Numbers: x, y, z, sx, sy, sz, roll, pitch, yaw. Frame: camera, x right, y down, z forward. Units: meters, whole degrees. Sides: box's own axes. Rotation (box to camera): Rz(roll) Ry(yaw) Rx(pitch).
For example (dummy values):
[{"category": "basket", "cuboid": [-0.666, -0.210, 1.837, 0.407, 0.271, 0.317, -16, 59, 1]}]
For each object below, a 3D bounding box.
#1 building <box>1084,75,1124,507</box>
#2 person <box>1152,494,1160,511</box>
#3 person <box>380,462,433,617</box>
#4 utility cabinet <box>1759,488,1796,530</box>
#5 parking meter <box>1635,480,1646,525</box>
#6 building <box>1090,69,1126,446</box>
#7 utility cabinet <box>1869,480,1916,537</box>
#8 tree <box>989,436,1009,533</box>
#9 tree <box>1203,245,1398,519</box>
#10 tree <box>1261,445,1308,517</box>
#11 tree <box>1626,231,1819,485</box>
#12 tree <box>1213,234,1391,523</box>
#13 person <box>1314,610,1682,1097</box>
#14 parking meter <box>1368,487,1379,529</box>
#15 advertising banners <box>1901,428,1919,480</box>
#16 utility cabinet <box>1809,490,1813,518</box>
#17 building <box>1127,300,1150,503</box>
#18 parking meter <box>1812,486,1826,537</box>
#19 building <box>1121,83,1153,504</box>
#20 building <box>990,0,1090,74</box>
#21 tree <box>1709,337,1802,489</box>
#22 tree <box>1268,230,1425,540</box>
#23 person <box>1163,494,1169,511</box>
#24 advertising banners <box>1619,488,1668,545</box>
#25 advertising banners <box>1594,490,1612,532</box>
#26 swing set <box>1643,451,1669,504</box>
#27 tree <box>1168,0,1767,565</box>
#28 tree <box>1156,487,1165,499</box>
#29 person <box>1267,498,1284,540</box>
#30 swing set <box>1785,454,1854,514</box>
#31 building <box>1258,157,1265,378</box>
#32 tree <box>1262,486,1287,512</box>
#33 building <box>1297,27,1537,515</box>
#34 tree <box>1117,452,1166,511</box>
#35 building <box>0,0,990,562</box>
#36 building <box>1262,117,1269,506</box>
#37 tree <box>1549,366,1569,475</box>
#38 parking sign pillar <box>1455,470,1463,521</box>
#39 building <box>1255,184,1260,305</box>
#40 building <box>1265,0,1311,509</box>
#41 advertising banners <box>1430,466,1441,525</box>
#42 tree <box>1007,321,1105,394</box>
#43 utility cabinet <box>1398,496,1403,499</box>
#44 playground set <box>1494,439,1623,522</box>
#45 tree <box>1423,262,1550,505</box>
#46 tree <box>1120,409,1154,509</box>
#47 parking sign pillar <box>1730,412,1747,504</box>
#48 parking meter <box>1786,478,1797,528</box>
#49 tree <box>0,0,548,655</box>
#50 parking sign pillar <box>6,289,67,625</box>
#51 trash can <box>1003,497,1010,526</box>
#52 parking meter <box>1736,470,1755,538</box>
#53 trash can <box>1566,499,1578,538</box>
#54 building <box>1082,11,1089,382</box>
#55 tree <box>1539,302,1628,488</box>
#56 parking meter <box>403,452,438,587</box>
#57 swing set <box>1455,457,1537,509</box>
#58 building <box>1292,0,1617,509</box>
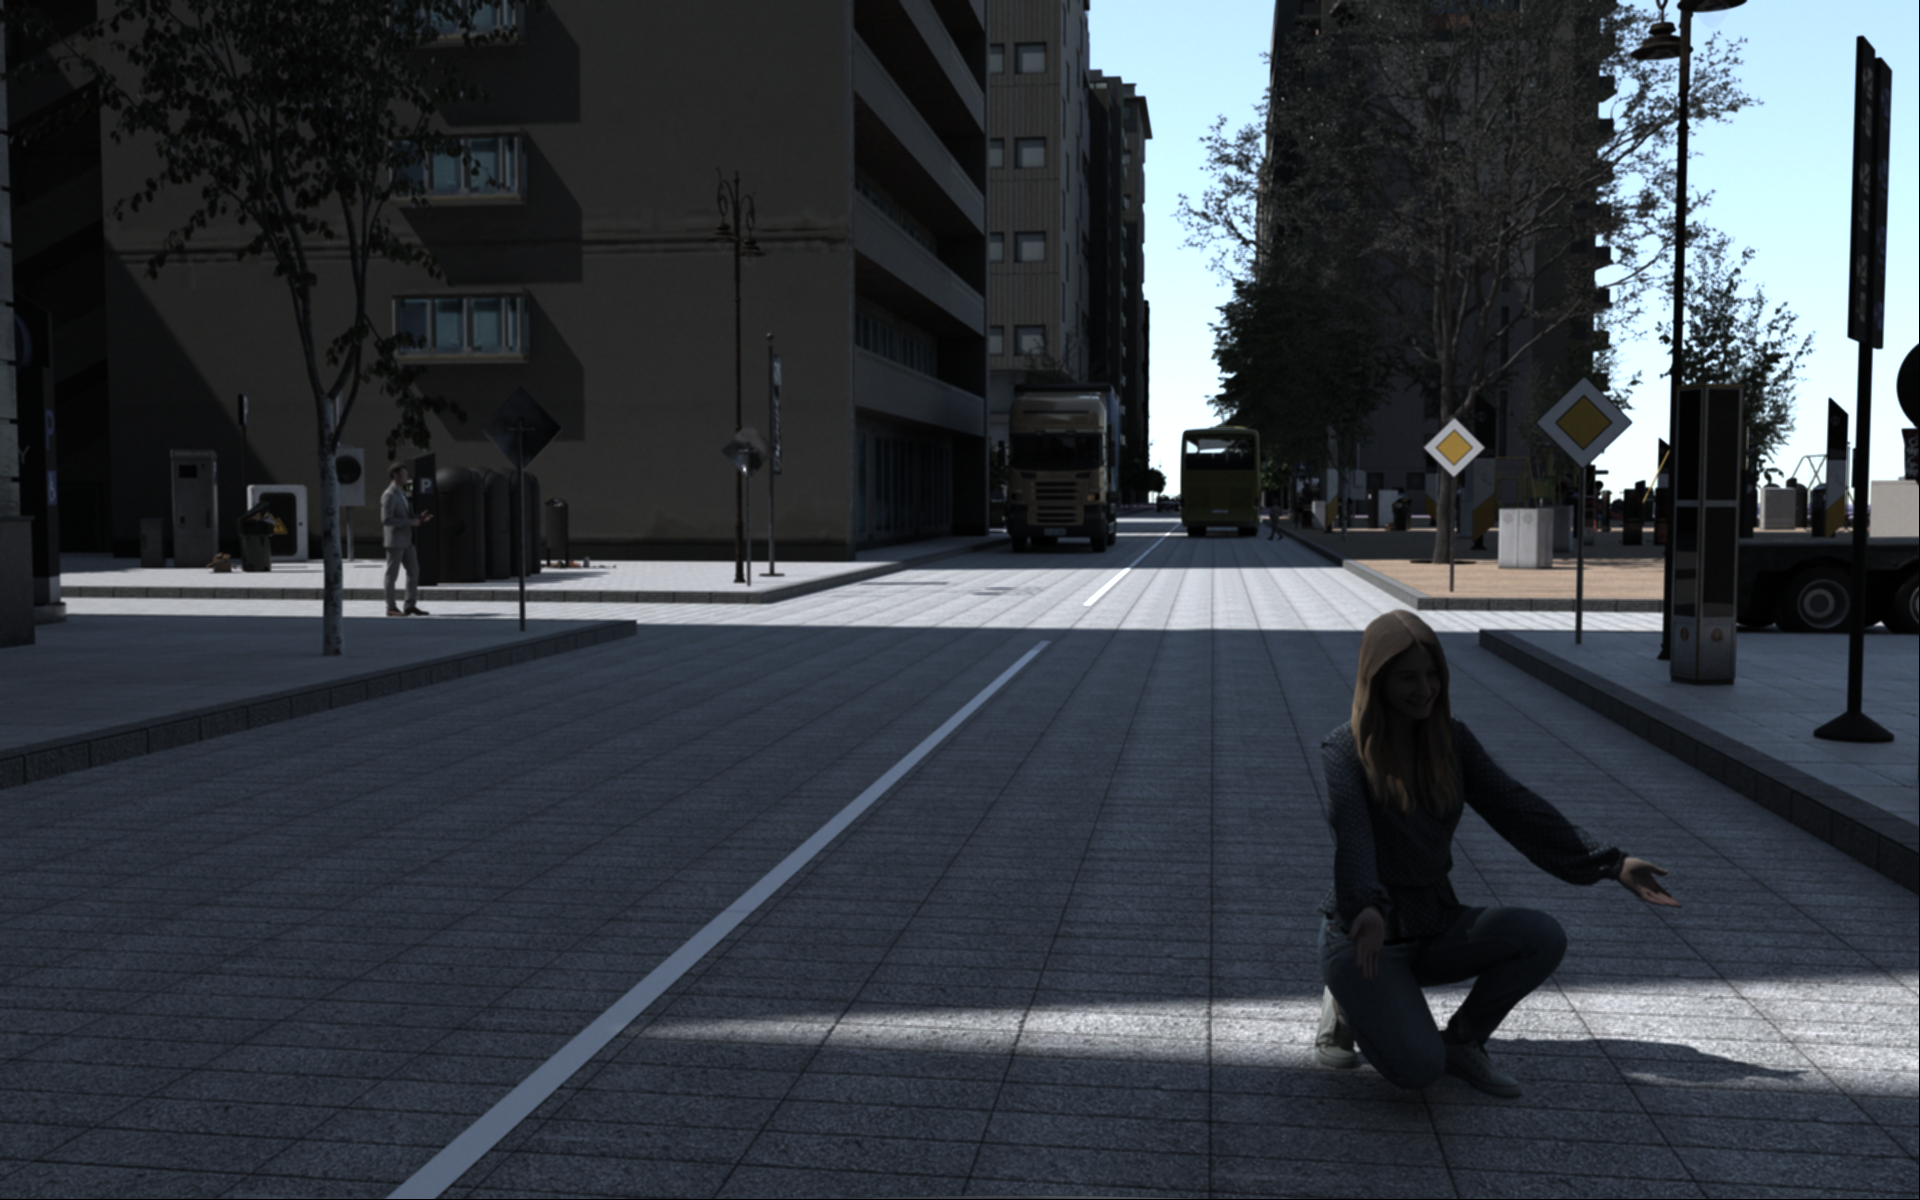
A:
[{"category": "building", "cuboid": [8.148, -29.482, 165.627, 14.154, 41.232, 14.086, 1, 4, 8]}, {"category": "person", "cuboid": [16.703, -8.229, 146.265, 0.991, 1.433, 0.599, -1, 4, -15]}, {"category": "person", "cuboid": [-6.489, -0.709, 20.292, 0.583, 1.804, 0.606, 0, 4, -2]}, {"category": "utility cabinet", "cuboid": [28.919, -3.214, 61.230, 1.173, 1.500, 0.318, 0, 4, -8]}, {"category": "parking meter", "cuboid": [28.414, -4.080, 72.415, 0.399, 1.863, 0.255, 3, 5, 41]}, {"category": "building", "cuboid": [7.525, -35.472, 199.574, 23.786, 49.044, 30.456, 1, 4, 8]}, {"category": "utility cabinet", "cuboid": [15.085, -1.148, 27.445, 0.318, 1.500, 1.173, -2, 4, -35]}, {"category": "tree", "cuboid": [1.047, -3.864, 57.781, 1.663, 3.219, 1.824, 0, 3, 0]}, {"category": "tree", "cuboid": [17.405, -11.179, 89.435, 9.857, 13.997, 8.962, 0, 3, 0]}, {"category": "tree", "cuboid": [18.136, -6.998, 98.129, 4.285, 4.588, 4.351, 0, 3, 0]}, {"category": "tree", "cuboid": [21.338, -5.992, 48.329, 4.737, 8.622, 4.395, 0, 3, 0]}, {"category": "tree", "cuboid": [14.961, -9.676, 76.335, 7.486, 12.596, 7.792, 0, 3, 0]}, {"category": "person", "cuboid": [1.228, 0.602, 4.163, 1.012, 1.151, 0.738, -1, 4, -16]}, {"category": "parking meter", "cuboid": [15.268, -3.396, 63.941, 0.372, 1.533, 0.369, 0, 3, 0]}, {"category": "advertising banners", "cuboid": [25.854, -3.016, 45.500, 2.074, 3.025, 0.090, 2, 4, 30]}, {"category": "utility cabinet", "cuboid": [45.453, -5.073, 91.627, 1.173, 1.500, 0.318, -2, 4, -31]}, {"category": "building", "cuboid": [19.906, -29.190, 248.963, 14.160, 30.474, 14.107, 1, 4, 8]}, {"category": "parking meter", "cuboid": [25.656, -2.648, 51.703, 0.372, 1.533, 0.369, 0, 3, 0]}, {"category": "building", "cuboid": [10.450, -39.108, 228.653, 28.713, 52.752, 27.495, 1, 4, 8]}, {"category": "building", "cuboid": [-5.592, -32.129, 114.552, 28.713, 52.752, 27.495, 1, 4, 8]}, {"category": "tree", "cuboid": [37.378, -8.052, 82.017, 4.360, 8.622, 3.978, 0, 3, 0]}, {"category": "tree", "cuboid": [10.751, -5.988, 48.265, 4.360, 8.622, 3.978, 0, 3, 0]}, {"category": "person", "cuboid": [17.838, -8.429, 149.551, 0.697, 1.427, 0.421, 0, 4, 4]}, {"category": "advertising banners", "cuboid": [17.587, -2.878, 43.247, 2.074, 3.025, 0.090, 1, 4, 11]}, {"category": "advertising banners", "cuboid": [21.881, -3.885, 59.710, 0.090, 3.025, 2.074, -1, 4, -11]}, {"category": "swing set", "cuboid": [24.345, -3.706, 58.219, 2.862, 2.851, 3.119, 0, 4, 5]}, {"category": "tree", "cuboid": [9.074, -7.413, 31.574, 12.009, 13.543, 11.850, 0, 3, 0]}, {"category": "tree", "cuboid": [28.477, -15.514, 248.261, 1.663, 3.219, 1.824, 0, 3, 0]}, {"category": "person", "cuboid": [9.750, -2.500, 53.647, 0.640, 1.303, 0.475, 3, 5, 39]}, {"category": "swing set", "cuboid": [34.288, -4.384, 69.298, 2.862, 2.851, 3.119, 1, 4, 9]}, {"category": "building", "cuboid": [45.780, -35.089, 223.819, 14.600, 45.320, 14.200, 1, 4, 8]}, {"category": "tree", "cuboid": [22.747, -7.940, 124.413, 1.663, 3.219, 1.824, 0, 3, 0]}, {"category": "building", "cuboid": [28.834, -20.818, 112.077, 14.160, 30.474, 14.107, 1, 4, 8]}, {"category": "tree", "cuboid": [12.674, -9.188, 133.936, 4.285, 4.588, 4.351, 0, 3, 0]}, {"category": "building", "cuboid": [-11.156, -25.645, 42.996, 21.300, 48.544, 21.600, 1, 4, 8]}, {"category": "building", "cuboid": [40.199, -30.915, 189.053, 14.154, 41.232, 14.086, 1, 4, 8]}, {"category": "tree", "cuboid": [31.359, -8.729, 93.073, 4.360, 8.622, 3.978, 0, 3, 0]}, {"category": "parking sign pillar", "cuboid": [24.308, -5.875, 84.531, 1.447, 3.967, 1.447, 0, 4, -4]}, {"category": "building", "cuboid": [52.155, -37.803, 241.775, 21.300, 48.544, 21.600, 1, 4, 8]}, {"category": "building", "cuboid": [39.091, -32.632, 157.232, 21.300, 48.544, 21.600, 1, 4, 8]}, {"category": "advertising banners", "cuboid": [19.907, -4.652, 72.245, 0.090, 3.025, 2.074, 0, 4, 3]}, {"category": "tree", "cuboid": [4.235, -7.594, 74.519, 4.360, 8.622, 3.978, 0, 3, 0]}, {"category": "utility cabinet", "cuboid": [20.278, -4.251, 80.671, 0.306, 1.237, 1.020, 3, 5, 39]}, {"category": "playground set", "cuboid": [28.167, -5.800, 81.602, 5.637, 4.214, 5.302, 1, 4, 12]}, {"category": "tree", "cuboid": [15.466, -6.368, 54.472, 4.360, 8.622, 3.978, 0, 3, 0]}, {"category": "tree", "cuboid": [14.870, -12.221, 150.172, 4.360, 8.622, 3.978, 0, 3, 0]}, {"category": "parking sign pillar", "cuboid": [23.513, -3.976, 53.473, 1.447, 3.967, 1.447, 1, 4, 11]}, {"category": "parking meter", "cuboid": [30.172, -3.498, 62.897, 0.255, 1.863, 0.399, 0, 4, 3]}, {"category": "tree", "cuboid": [-5.071, -3.852, 13.344, 4.360, 8.622, 3.978, 0, 3, 0]}, {"category": "parking sign pillar", "cuboid": [-9.692, -1.751, 17.097, 1.447, 3.967, 1.447, -1, 4, -14]}, {"category": "trash can", "cuboid": [2.048, -3.486, 68.648, 0.748, 1.137, 0.748, 0, 3, 0]}, {"category": "parking meter", "cuboid": [18.751, -2.181, 41.368, 0.399, 1.863, 0.255, -2, 4, -28]}, {"category": "trash can", "cuboid": [18.152, -2.394, 50.800, 0.748, 1.137, 0.748, 0, 3, 0]}, {"category": "building", "cuboid": [0.512, -50.761, 142.618, 22.319, 86.520, 31.000, 1, 4, 8]}, {"category": "tree", "cuboid": [24.324, -7.155, 67.351, 4.737, 8.622, 4.395, 0, 3, 0]}, {"category": "parking meter", "cuboid": [-7.521, -1.126, 24.129, 0.255, 1.863, 0.399, 3, 4, 37]}, {"category": "swing set", "cuboid": [22.617, -4.608, 72.957, 3.119, 2.851, 2.862, 0, 4, -4]}, {"category": "building", "cuboid": [36.775, -29.211, 132.231, 22.147, 44.769, 28.867, 1, 4, 8]}]
